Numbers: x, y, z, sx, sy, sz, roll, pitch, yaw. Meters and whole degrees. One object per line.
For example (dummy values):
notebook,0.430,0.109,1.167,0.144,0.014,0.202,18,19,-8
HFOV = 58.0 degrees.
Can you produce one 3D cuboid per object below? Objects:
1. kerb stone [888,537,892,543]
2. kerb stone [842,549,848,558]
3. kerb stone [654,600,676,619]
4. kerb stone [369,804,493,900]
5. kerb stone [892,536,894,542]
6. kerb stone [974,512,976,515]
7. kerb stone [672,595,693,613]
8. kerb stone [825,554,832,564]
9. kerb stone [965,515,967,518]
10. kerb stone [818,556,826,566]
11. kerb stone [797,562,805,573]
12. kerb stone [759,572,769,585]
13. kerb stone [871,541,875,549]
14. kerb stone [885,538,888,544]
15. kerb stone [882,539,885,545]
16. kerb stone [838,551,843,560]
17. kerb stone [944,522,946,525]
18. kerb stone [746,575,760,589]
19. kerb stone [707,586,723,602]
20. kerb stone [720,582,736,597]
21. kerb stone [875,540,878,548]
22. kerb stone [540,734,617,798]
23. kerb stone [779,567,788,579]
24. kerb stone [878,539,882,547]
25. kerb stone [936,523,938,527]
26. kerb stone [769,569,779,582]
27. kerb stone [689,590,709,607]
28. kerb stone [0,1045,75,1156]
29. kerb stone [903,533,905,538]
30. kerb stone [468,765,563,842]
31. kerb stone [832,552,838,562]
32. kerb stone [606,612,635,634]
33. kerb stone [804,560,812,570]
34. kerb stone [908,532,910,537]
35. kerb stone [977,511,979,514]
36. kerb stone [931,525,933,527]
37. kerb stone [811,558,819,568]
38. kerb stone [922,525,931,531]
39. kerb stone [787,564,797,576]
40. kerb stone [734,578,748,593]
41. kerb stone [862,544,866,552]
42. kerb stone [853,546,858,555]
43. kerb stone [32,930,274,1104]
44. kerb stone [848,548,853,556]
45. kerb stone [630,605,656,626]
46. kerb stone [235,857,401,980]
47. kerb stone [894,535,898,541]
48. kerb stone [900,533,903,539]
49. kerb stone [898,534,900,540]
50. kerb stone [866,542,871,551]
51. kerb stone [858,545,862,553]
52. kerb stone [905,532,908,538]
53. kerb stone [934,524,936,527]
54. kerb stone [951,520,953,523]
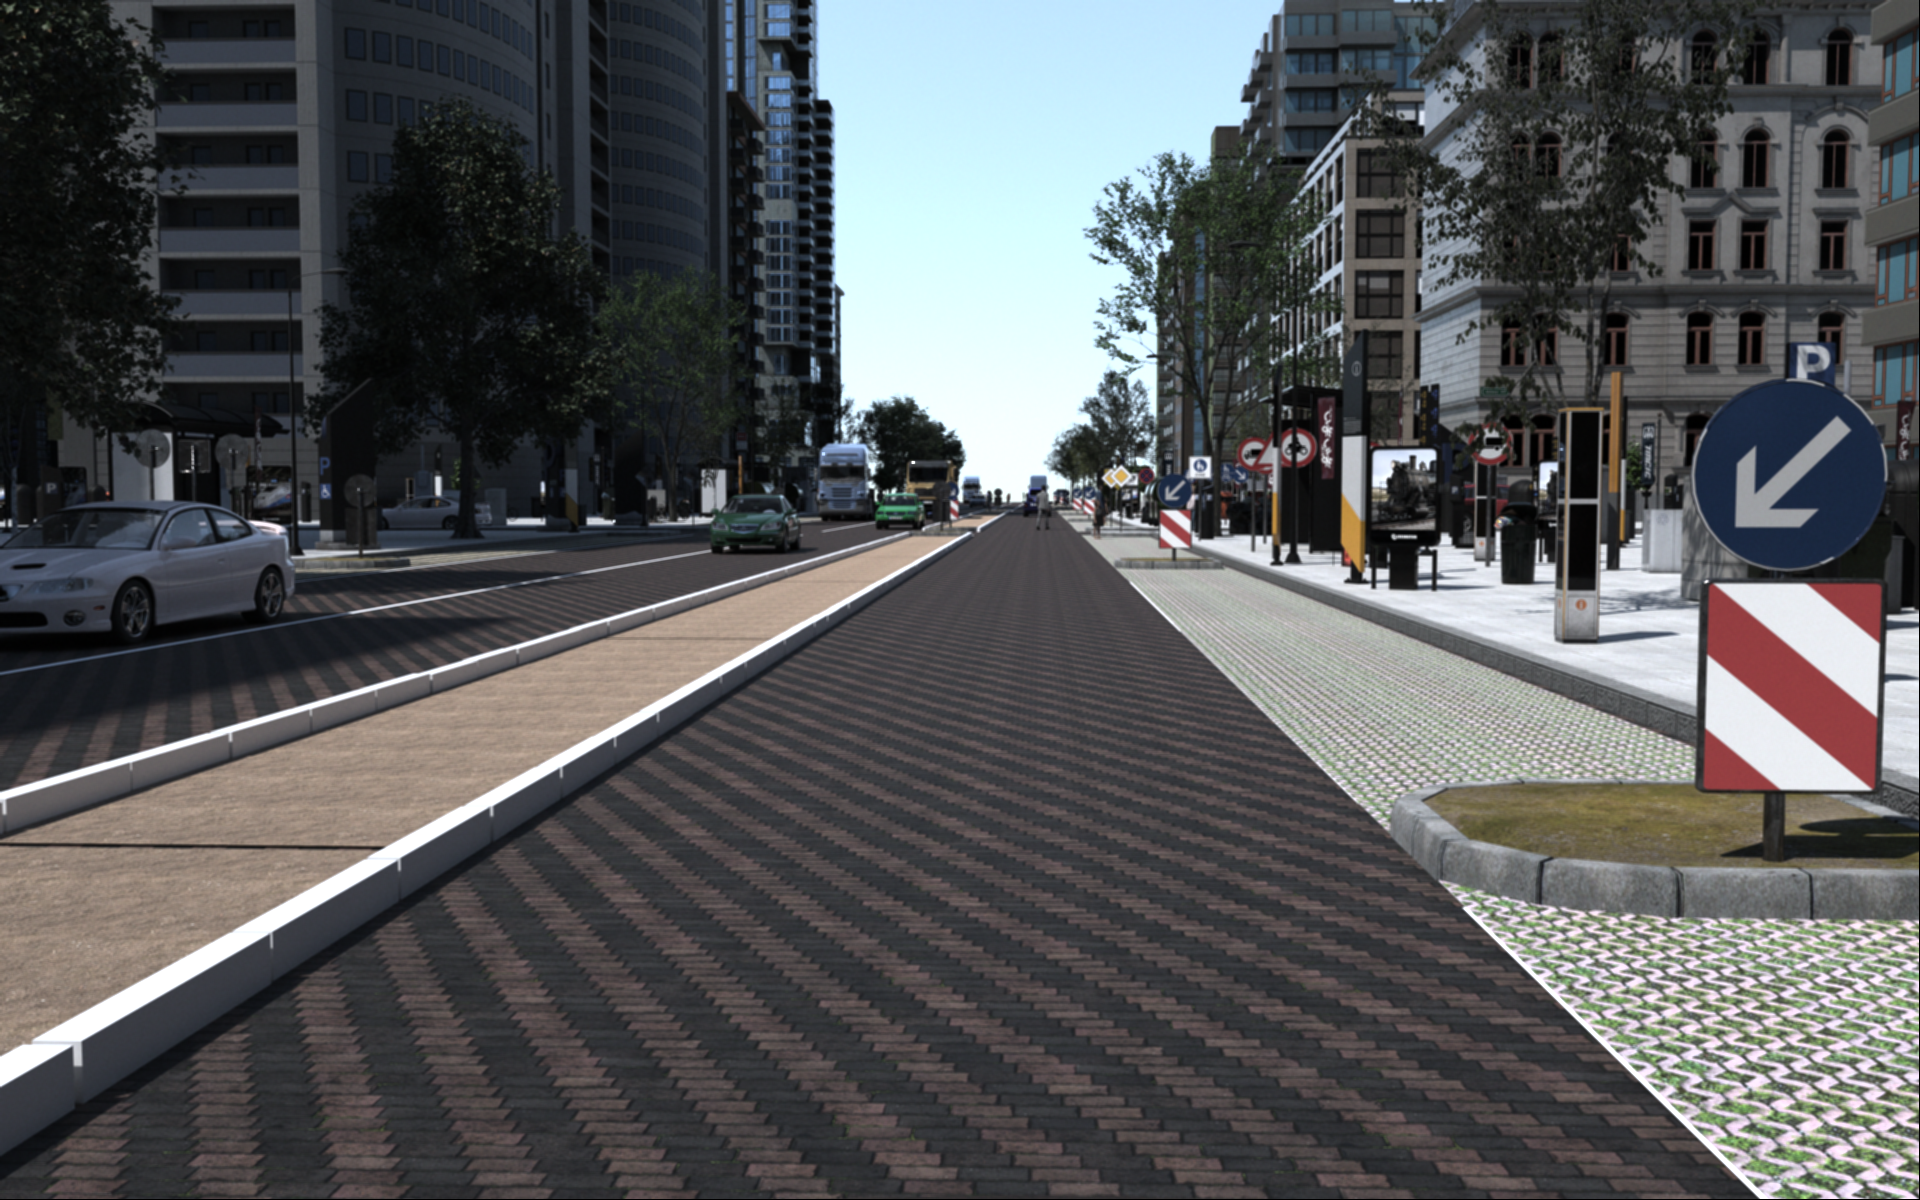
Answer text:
kerb stone,-2.140,-1.681,49.748,0.120,0.150,1.000,0,4,3
kerb stone,-2.650,-0.996,38.479,0.120,0.150,1.000,0,4,3
kerb stone,-3.488,0.131,20.059,0.120,0.150,1.000,0,4,3
kerb stone,-2.010,0.953,6.613,0.120,0.150,1.000,0,4,3
kerb stone,-2.098,-1.748,50.769,0.120,0.150,1.000,0,4,3
kerb stone,0.780,-5.601,113.787,0.120,0.150,1.000,0,4,3
kerb stone,-3.443,0.068,21.080,0.120,0.150,1.000,0,4,3
kerb stone,-2.795,-0.807,35.412,0.120,0.150,1.000,0,4,3
kerb stone,0.181,-4.787,100.460,0.120,0.150,1.000,0,4,3
kerb stone,-2.838,-0.746,34.390,0.120,0.150,1.000,0,4,3
kerb stone,-2.981,-0.558,31.325,0.120,0.150,1.000,0,4,3
kerb stone,-3.173,-0.305,27.220,0.120,0.150,1.000,0,4,3
kerb stone,-2.366,-1.368,44.614,0.120,0.150,1.000,0,4,3
kerb stone,-2.188,-1.622,48.713,0.120,0.150,1.000,0,4,3
kerb stone,-2.234,-1.559,47.692,0.120,0.150,1.000,0,4,3
kerb stone,-2.701,-0.933,37.458,0.120,0.150,1.000,0,4,3
kerb stone,-0.846,-3.410,77.941,0.120,0.150,1.000,0,4,3
kerb stone,-3.210,-0.244,26.198,0.120,0.150,1.000,0,4,3
kerb stone,-3.346,-0.057,23.122,0.120,0.150,1.000,0,4,3
kerb stone,-3.307,-0.119,24.146,0.120,0.150,1.000,0,4,3
kerb stone,-2.324,-1.434,45.635,0.120,0.150,1.000,0,4,3
kerb stone,-1.909,0.828,8.660,0.120,0.150,1.000,0,4,3
kerb stone,-3.079,-0.430,29.271,0.120,0.150,1.000,0,4,3
kerb stone,-2.281,-1.497,46.667,0.120,0.150,1.000,0,4,3
kerb stone,-1.126,-3.033,71.786,0.120,0.150,1.000,0,4,3
kerb stone,-3.121,-0.370,28.250,0.120,0.150,1.000,0,4,3
kerb stone,-3.396,0.006,22.101,0.120,0.150,1.000,0,4,3
kerb stone,-2.146,1.141,3.537,0.120,0.150,1.000,0,4,3
kerb stone,-1.908,-1.997,54.864,0.120,0.150,1.000,0,4,3
kerb stone,-1.959,0.891,7.634,0.120,0.150,1.000,0,4,3
kerb stone,-2.744,-0.871,36.436,0.120,0.150,1.000,0,4,3
kerb stone,-3.584,0.256,18.013,0.120,0.150,1.000,0,4,3
kerb stone,-2.931,-0.620,32.348,0.120,0.150,1.000,0,4,3
kerb stone,-1.813,-2.123,56.907,0.120,0.150,1.000,0,4,3
kerb stone,1.024,-5.915,118.903,0.120,0.150,1.000,0,4,3
kerb stone,-1.263,-2.845,68.715,0.120,0.150,1.000,0,4,3
kerb stone,-2.889,-0.683,33.369,0.120,0.150,1.000,0,4,3
kerb stone,-1.323,-2.776,67.693,0.120,0.150,1.000,0,4,3
kerb stone,-3.020,-0.496,30.304,0.120,0.150,1.000,0,4,3
kerb stone,-3.262,-0.182,25.170,0.120,0.150,1.000,0,4,3
kerb stone,-2.471,-1.246,42.572,0.120,0.150,1.000,0,4,3
kerb stone,-2.560,-1.118,40.527,0.120,0.150,1.000,0,4,3
kerb stone,-2.097,1.078,4.567,0.120,0.150,1.000,0,4,3
kerb stone,-2.610,-1.058,39.500,0.120,0.150,1.000,0,4,3
kerb stone,-3.542,0.193,19.036,0.120,0.150,1.000,0,4,3
kerb stone,-2.057,1.018,5.592,0.120,0.150,1.000,0,4,3
kerb stone,-2.043,-1.810,51.790,0.120,0.150,1.000,0,4,3
kerb stone,-1.947,-1.936,53.842,0.120,0.150,1.000,0,4,3
kerb stone,-1.995,-1.863,52.819,0.120,0.150,1.000,0,4,3
kerb stone,-2.419,-1.309,43.593,0.120,0.150,1.000,0,4,3
kerb stone,-2.521,-1.184,41.549,0.120,0.150,1.000,0,4,3
kerb stone,-1.859,-2.057,55.885,0.120,0.150,1.000,0,4,3
kerb stone,-1.172,-2.968,70.765,0.120,0.150,1.000,0,4,3
kerb stone,-0.566,-3.786,84.092,0.120,0.150,1.000,0,4,3
